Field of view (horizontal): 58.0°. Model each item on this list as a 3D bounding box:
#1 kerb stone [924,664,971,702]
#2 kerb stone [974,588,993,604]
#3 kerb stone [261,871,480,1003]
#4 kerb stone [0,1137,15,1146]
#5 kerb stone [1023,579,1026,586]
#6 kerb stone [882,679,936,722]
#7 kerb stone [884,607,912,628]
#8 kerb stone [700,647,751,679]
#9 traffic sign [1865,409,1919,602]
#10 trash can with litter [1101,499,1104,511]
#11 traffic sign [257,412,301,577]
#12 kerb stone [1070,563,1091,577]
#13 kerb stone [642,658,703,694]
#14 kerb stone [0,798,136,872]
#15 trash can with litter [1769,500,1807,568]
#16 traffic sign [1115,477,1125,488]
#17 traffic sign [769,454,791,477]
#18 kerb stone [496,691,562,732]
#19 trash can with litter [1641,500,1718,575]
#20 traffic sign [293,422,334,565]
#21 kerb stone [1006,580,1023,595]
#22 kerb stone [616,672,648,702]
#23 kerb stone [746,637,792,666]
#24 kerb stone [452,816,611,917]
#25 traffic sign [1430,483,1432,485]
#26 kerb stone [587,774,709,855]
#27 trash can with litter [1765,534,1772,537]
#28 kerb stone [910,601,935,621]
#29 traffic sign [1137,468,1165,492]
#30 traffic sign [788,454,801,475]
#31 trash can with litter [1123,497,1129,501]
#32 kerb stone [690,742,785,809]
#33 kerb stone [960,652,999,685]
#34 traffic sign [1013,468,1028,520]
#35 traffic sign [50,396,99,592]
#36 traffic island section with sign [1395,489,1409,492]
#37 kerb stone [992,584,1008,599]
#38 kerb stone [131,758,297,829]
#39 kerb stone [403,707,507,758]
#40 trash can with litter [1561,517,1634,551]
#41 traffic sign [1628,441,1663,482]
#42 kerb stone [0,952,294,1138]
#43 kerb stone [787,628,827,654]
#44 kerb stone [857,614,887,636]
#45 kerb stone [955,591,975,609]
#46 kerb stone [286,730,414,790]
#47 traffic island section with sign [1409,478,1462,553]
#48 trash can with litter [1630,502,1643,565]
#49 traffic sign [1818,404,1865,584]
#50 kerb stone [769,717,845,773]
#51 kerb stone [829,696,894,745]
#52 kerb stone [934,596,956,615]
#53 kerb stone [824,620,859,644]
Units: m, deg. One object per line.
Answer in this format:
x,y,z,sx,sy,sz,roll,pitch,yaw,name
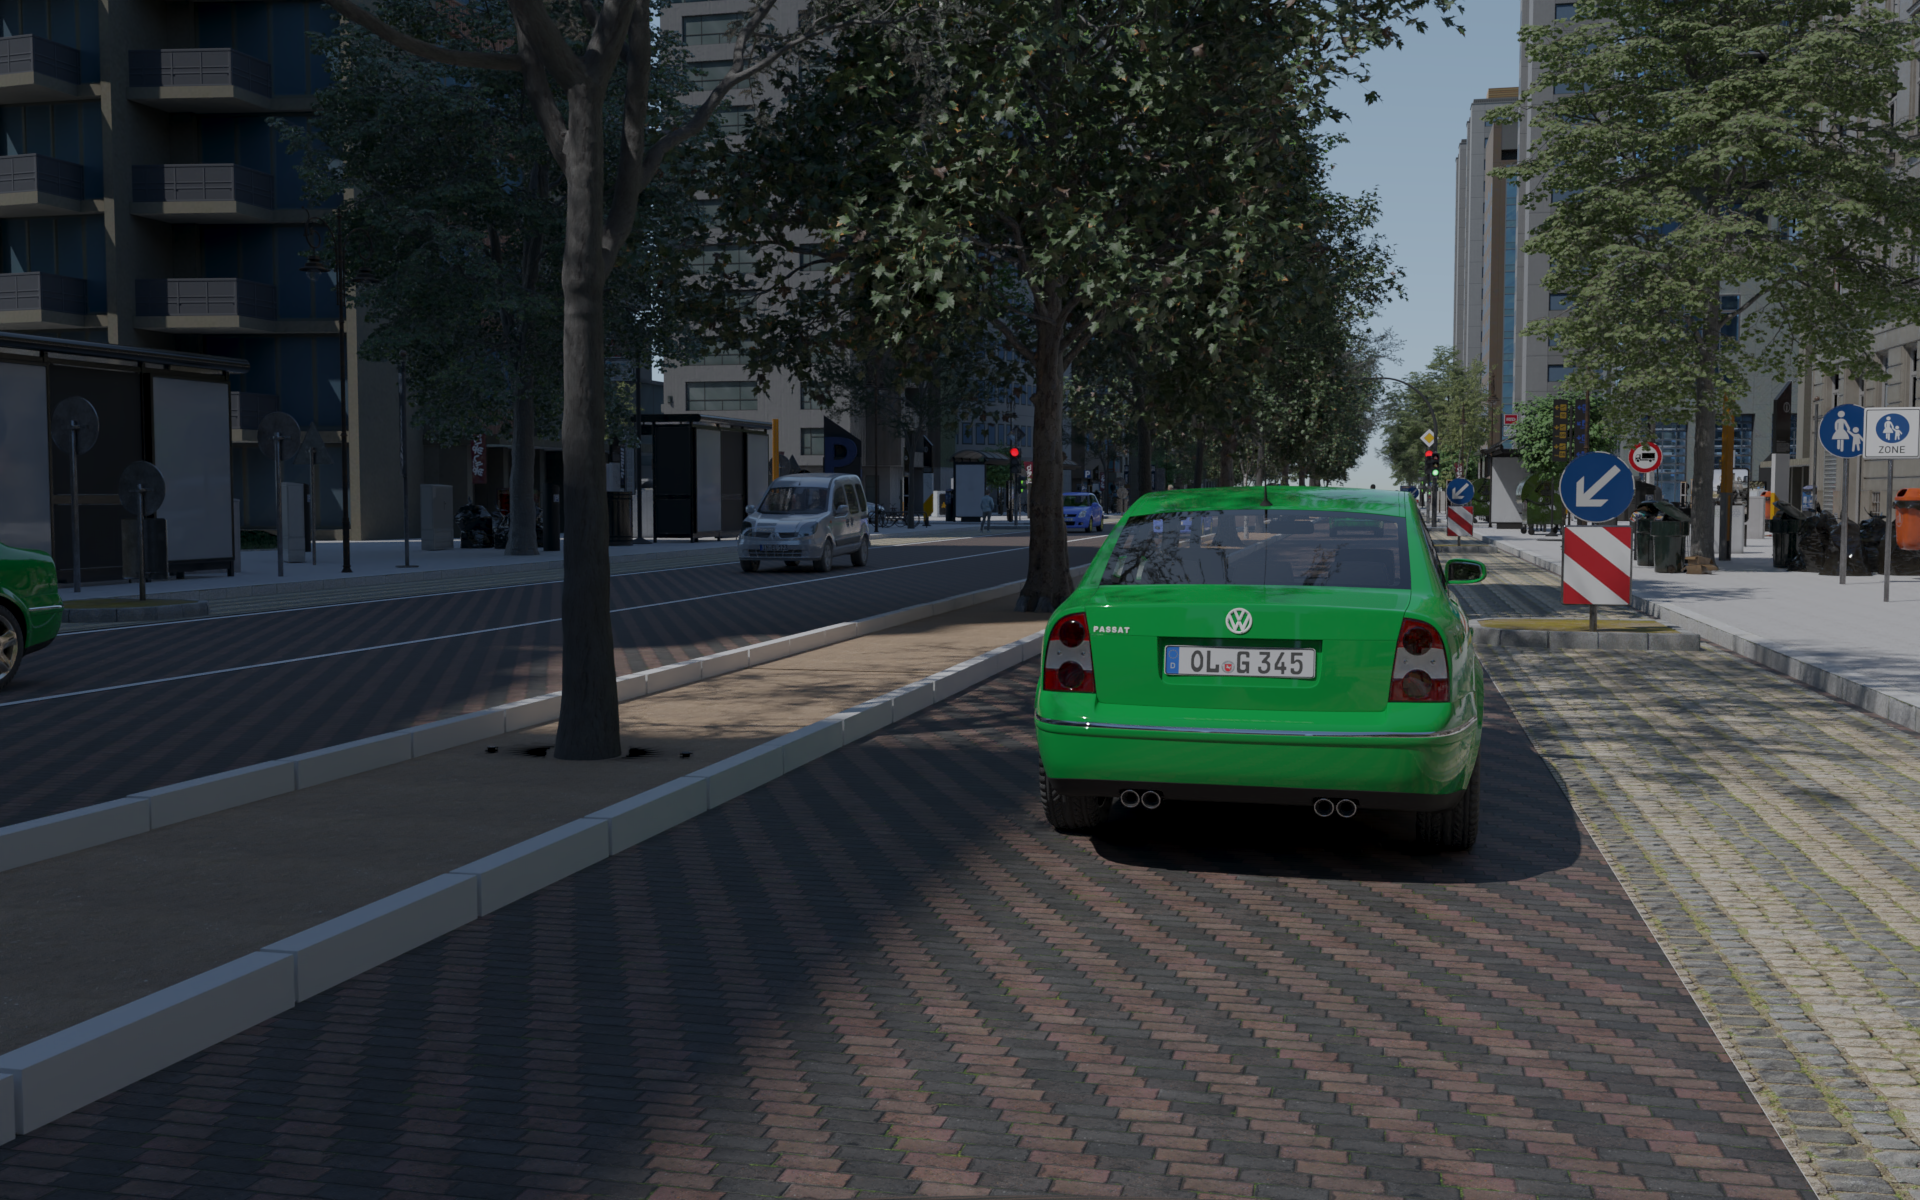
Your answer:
-0.114,0.601,12.363,0.120,0.150,1.000,1,4,13,kerb stone
0.235,-0.037,22.797,0.120,0.150,1.000,1,4,13,kerb stone
-1.804,1.032,5.373,0.120,0.150,1.000,1,4,13,kerb stone
-2.275,1.156,3.374,0.120,0.150,1.000,1,4,13,kerb stone
0.952,-0.218,25.779,0.120,0.150,1.000,1,4,13,kerb stone
-0.358,0.663,11.360,0.120,0.150,1.000,1,4,13,kerb stone
-0.732,0.213,18.803,0.120,0.150,1.000,1,4,13,kerb stone
-1.924,0.513,13.819,0.120,0.150,1.000,1,4,13,kerb stone
11.021,-1.126,20.540,0.606,2.300,0.079,1,4,17,traffic sign
10.744,-7.377,131.996,1.055,1.170,0.624,-2,4,-25,trash can with litter
-10.575,-1.638,26.888,0.768,2.556,0.104,1,4,14,traffic sign
2.149,-0.520,30.788,0.120,0.150,1.000,1,4,13,kerb stone
-2.164,0.574,12.818,0.120,0.150,1.000,1,4,13,kerb stone
-3.598,0.943,6.840,0.120,0.150,1.000,1,4,13,kerb stone
14.534,-1.130,29.863,0.624,1.170,1.055,-3,4,-36,trash can with litter
11.638,-7.717,126.273,0.768,2.556,0.104,1,4,20,traffic sign
-5.803,-3.392,55.571,0.768,2.556,0.104,1,4,17,traffic sign
-2.649,0.695,10.830,0.120,0.150,1.000,1,4,13,kerb stone
11.714,-1.014,27.966,0.624,1.170,1.055,-3,5,-39,trash can with litter
-11.656,-1.908,31.196,0.884,2.594,0.081,1,4,18,traffic sign
0.704,-0.158,24.787,0.120,0.150,1.000,1,4,13,kerb stone
-2.408,0.634,11.824,0.120,0.150,1.000,1,4,13,kerb stone
-1.680,0.451,14.822,0.120,0.150,1.000,1,4,13,kerb stone
-1.563,0.970,6.366,0.120,0.150,1.000,1,4,13,kerb stone
33.604,-7.515,122.968,0.768,2.556,0.104,1,4,22,traffic sign
-1.320,0.907,7.361,0.120,0.150,1.000,1,4,13,kerb stone
24.244,-2.522,52.296,2.233,1.210,1.678,1,4,18,trash can with litter
-0.496,0.147,19.800,0.120,0.150,1.000,1,4,13,kerb stone
15.052,-8.737,136.716,2.265,3.308,0.079,1,4,18,traffic sign
-5.512,-3.479,56.886,0.884,2.594,0.081,1,4,19,traffic sign
11.518,-6.731,121.446,0.624,1.170,1.055,0,4,6,trash can with litter
-1.078,0.846,8.362,0.120,0.150,1.000,1,4,13,kerb stone
0.119,0.541,13.358,0.120,0.150,1.000,1,4,13,kerb stone
2.940,-5.189,84.952,0.768,2.556,0.104,1,4,19,traffic sign
-11.527,-1.372,22.538,0.768,2.556,0.104,1,4,16,traffic sign
25.123,-5.377,96.536,1.989,1.847,2.006,1,4,13,traffic island section with sign
0.468,-0.090,23.793,0.120,0.150,1.000,1,4,13,kerb stone
-3.370,0.878,7.841,0.120,0.150,1.000,1,4,13,kerb stone
-2.888,0.758,9.836,0.120,0.150,1.000,1,4,13,kerb stone
14.838,-1.711,39.034,1.678,1.210,2.233,-2,4,-30,trash can with litter
16.460,-2.541,41.649,0.768,2.556,0.104,1,4,23,traffic sign
-2.035,1.092,4.368,0.120,0.150,1.000,1,4,13,kerb stone
-1.445,0.390,15.817,0.120,0.150,1.000,1,4,13,kerb stone
-0.969,0.275,17.809,0.120,0.150,1.000,1,4,13,kerb stone
-0.010,0.025,21.793,0.120,0.150,1.000,1,4,13,kerb stone
-3.125,0.818,8.834,0.120,0.150,1.000,1,4,13,kerb stone
12.275,-2.105,43.041,1.989,1.847,2.006,1,4,13,traffic island section with sign
12.363,-1.206,31.109,0.624,1.170,1.055,1,4,22,trash can with litter
12.552,-1.495,24.555,0.768,2.556,0.104,1,4,16,traffic sign
-0.843,0.787,9.365,0.120,0.150,1.000,1,4,13,kerb stone
-0.601,0.724,10.367,0.120,0.150,1.000,1,4,13,kerb stone
-0.249,0.091,20.792,0.120,0.150,1.000,1,4,13,kerb stone
-1.211,0.329,16.816,0.120,0.150,1.000,1,4,13,kerb stone
